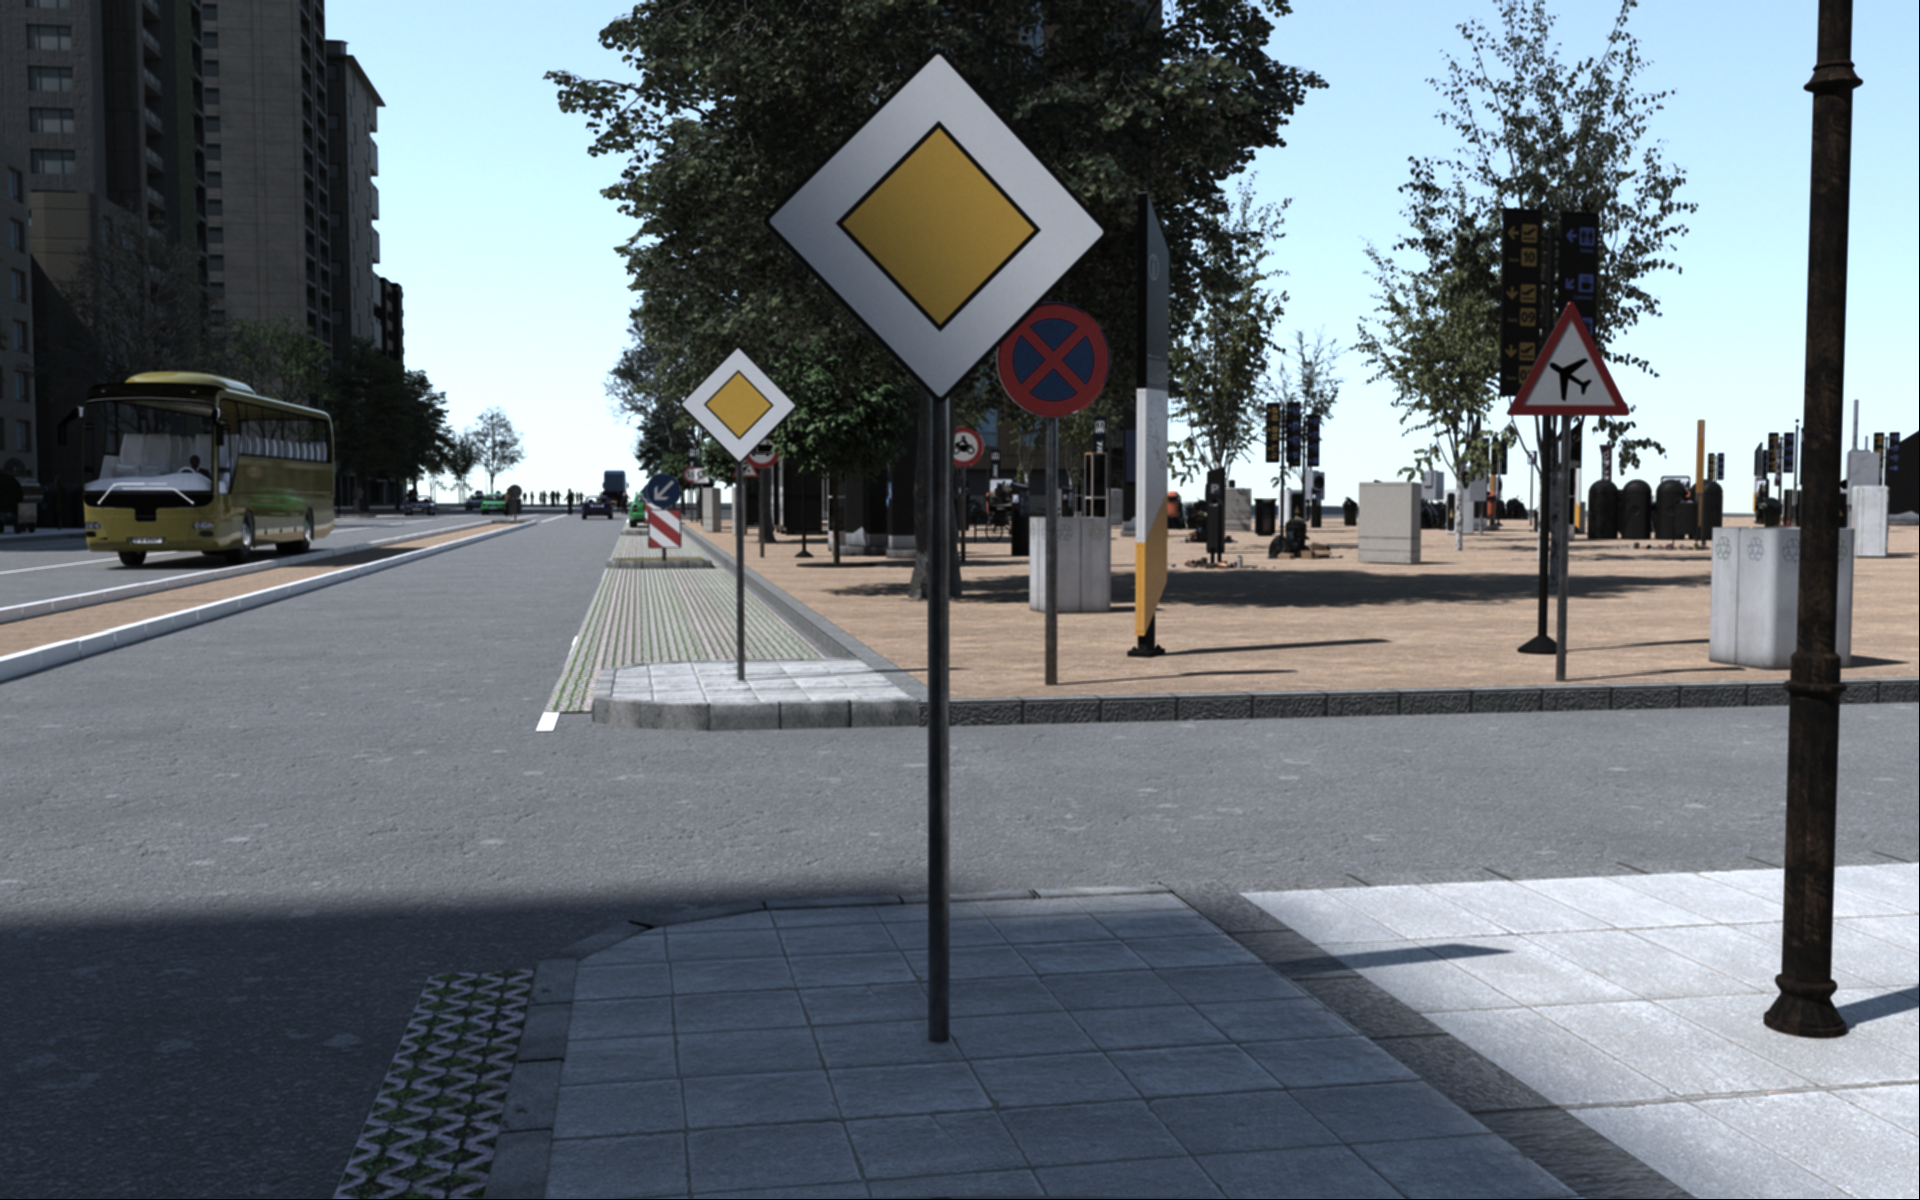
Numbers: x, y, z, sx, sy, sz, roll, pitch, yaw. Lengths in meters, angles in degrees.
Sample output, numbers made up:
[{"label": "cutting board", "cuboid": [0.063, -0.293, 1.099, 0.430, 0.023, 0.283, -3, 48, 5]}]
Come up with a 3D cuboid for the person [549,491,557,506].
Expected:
[{"label": "person", "cuboid": [-49.413, -12.330, 210.038, 0.705, 1.831, 1.348, 2, 4, 34]}]

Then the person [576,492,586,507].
[{"label": "person", "cuboid": [-42.932, -11.438, 196.338, 1.217, 1.723, 0.721, -1, 4, -23]}]

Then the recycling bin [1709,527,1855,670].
[{"label": "recycling bin", "cuboid": [6.156, -0.027, 12.997, 0.722, 1.027, 0.722, -1, 4, -12]}]

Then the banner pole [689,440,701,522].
[{"label": "banner pole", "cuboid": [-12.263, -5.493, 79.828, 0.401, 3.779, 0.863, -3, 5, -43]}]

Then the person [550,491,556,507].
[{"label": "person", "cuboid": [-46.033, -11.418, 195.898, 0.721, 1.743, 1.217, 1, 4, 19]}]

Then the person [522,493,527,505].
[{"label": "person", "cuboid": [-54.993, -12.761, 218.617, 0.593, 1.643, 0.415, -3, 4, -39]}]

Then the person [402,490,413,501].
[{"label": "person", "cuboid": [-40.907, -7.327, 128.811, 1.217, 1.766, 0.721, -3, 5, -42]}]

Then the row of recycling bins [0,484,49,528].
[{"label": "row of recycling bins", "cuboid": [-39.101, -3.923, 71.254, 3.534, 1.692, 1.069, 2, 4, 33]}]

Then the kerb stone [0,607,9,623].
[{"label": "kerb stone", "cuboid": [-10.680, 0.178, 19.278, 0.120, 0.150, 1.000, -1, 4, -10]}]

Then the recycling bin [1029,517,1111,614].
[{"label": "recycling bin", "cuboid": [1.199, -0.390, 18.923, 0.722, 1.027, 0.722, -1, 4, -16]}]

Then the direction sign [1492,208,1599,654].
[{"label": "direction sign", "cuboid": [4.718, -1.341, 13.928, 0.876, 3.537, 0.379, -1, 4, -17]}]

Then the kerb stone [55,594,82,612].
[{"label": "kerb stone", "cuboid": [-11.048, 0.056, 21.294, 0.120, 0.150, 1.000, -1, 4, -10]}]

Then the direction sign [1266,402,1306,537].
[{"label": "direction sign", "cuboid": [7.965, -3.105, 42.762, 0.876, 3.537, 0.379, 2, 4, 31]}]

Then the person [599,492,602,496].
[{"label": "person", "cuboid": [-45.746, -12.914, 220.566, 0.530, 1.710, 0.541, 0, 4, -8]}]

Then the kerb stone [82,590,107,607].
[{"label": "kerb stone", "cuboid": [-11.234, -0.004, 22.299, 0.120, 0.150, 1.000, -1, 4, -10]}]

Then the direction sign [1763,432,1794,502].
[{"label": "direction sign", "cuboid": [30.207, -4.391, 63.793, 0.876, 3.537, 0.379, 1, 4, 13]}]

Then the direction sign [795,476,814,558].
[{"label": "direction sign", "cuboid": [-3.167, -2.636, 35.091, 0.379, 3.537, 0.876, 1, 4, 13]}]

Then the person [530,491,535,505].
[{"label": "person", "cuboid": [-55.917, -13.335, 226.470, 0.705, 1.831, 1.348, 0, 4, 6]}]

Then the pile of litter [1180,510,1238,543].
[{"label": "pile of litter", "cuboid": [6.500, -1.959, 45.991, 1.719, 0.858, 1.176, 3, 5, 42]}]

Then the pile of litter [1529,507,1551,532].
[{"label": "pile of litter", "cuboid": [19.882, -2.732, 58.633, 1.176, 0.858, 1.719, 1, 4, 21]}]

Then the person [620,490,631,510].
[{"label": "person", "cuboid": [-30.244, -8.997, 155.623, 1.348, 1.821, 0.705, -2, 4, -25]}]

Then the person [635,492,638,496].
[{"label": "person", "cuboid": [-44.202, -13.952, 237.328, 0.721, 1.736, 1.217, 1, 4, 15]}]

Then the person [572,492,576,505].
[{"label": "person", "cuboid": [-49.221, -12.892, 220.001, 1.217, 1.736, 0.721, 0, 4, 5]}]

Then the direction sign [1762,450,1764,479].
[{"label": "direction sign", "cuboid": [40.963, -5.906, 88.563, 0.876, 3.537, 0.379, -2, 4, -29]}]

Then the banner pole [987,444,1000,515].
[{"label": "banner pole", "cuboid": [1.614, -5.898, 86.457, 0.863, 3.779, 0.401, 1, 4, 12]}]

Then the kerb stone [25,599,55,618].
[{"label": "kerb stone", "cuboid": [-10.867, 0.119, 20.284, 0.120, 0.150, 1.000, -1, 4, -10]}]

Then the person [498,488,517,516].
[{"label": "person", "cuboid": [-29.537, -6.401, 113.250, 1.348, 1.812, 0.705, 0, 4, 5]}]

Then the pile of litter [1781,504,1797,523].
[{"label": "pile of litter", "cuboid": [37.535, -3.940, 78.391, 1.719, 0.858, 1.176, -3, 4, -36]}]

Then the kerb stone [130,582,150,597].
[{"label": "kerb stone", "cuboid": [-11.613, -0.129, 24.309, 0.120, 0.150, 1.000, -1, 4, -10]}]

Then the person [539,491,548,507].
[{"label": "person", "cuboid": [-45.370, -11.034, 188.903, 1.348, 1.824, 0.705, 2, 4, 28]}]

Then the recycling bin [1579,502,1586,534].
[{"label": "recycling bin", "cuboid": [19.860, -2.668, 56.169, 0.722, 1.027, 0.722, 1, 4, 13]}]

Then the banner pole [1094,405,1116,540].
[{"label": "banner pole", "cuboid": [4.071, -3.614, 49.102, 0.401, 3.779, 0.863, -3, 5, -40]}]

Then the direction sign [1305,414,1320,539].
[{"label": "direction sign", "cuboid": [9.751, -3.495, 49.142, 0.876, 3.537, 0.379, 0, 4, -2]}]

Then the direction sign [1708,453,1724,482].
[{"label": "direction sign", "cuboid": [41.713, -6.339, 95.637, 0.379, 3.537, 0.876, -3, 5, -43]}]

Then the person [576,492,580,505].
[{"label": "person", "cuboid": [-52.503, -13.992, 238.048, 0.721, 1.735, 1.217, 1, 4, 10]}]

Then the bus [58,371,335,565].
[{"label": "bus", "cuboid": [-16.318, -2.863, 38.365, 2.896, 3.916, 12.252, -1, 4, -10]}]

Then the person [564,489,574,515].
[{"label": "person", "cuboid": [-27.371, -6.902, 121.365, 0.705, 1.821, 1.348, -3, 5, -40]}]

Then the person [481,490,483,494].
[{"label": "person", "cuboid": [-53.231, -11.288, 192.924, 0.709, 1.838, 0.599, 1, 4, 15]}]

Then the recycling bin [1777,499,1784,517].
[{"label": "recycling bin", "cuboid": [40.313, -4.447, 85.267, 0.722, 1.027, 0.722, 3, 4, 37]}]

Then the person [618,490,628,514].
[{"label": "person", "cuboid": [-24.115, -7.014, 123.976, 0.445, 1.727, 0.742, 3, 4, 38]}]

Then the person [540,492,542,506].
[{"label": "person", "cuboid": [-51.367, -12.392, 211.904, 0.721, 1.735, 1.217, -1, 4, -18]}]

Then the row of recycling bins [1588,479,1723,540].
[{"label": "row of recycling bins", "cuboid": [19.645, -2.561, 48.986, 3.534, 1.692, 1.069, 1, 4, 18]}]

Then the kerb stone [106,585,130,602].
[{"label": "kerb stone", "cuboid": [-11.418, -0.068, 23.304, 0.120, 0.150, 1.000, -1, 4, -10]}]

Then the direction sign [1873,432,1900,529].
[{"label": "direction sign", "cuboid": [33.958, -4.377, 63.554, 0.379, 3.537, 0.876, -3, 5, -44]}]

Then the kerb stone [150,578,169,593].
[{"label": "kerb stone", "cuboid": [-11.800, -0.185, 25.315, 0.120, 0.150, 1.000, -1, 4, -10]}]

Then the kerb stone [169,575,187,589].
[{"label": "kerb stone", "cuboid": [-11.982, -0.252, 26.322, 0.120, 0.150, 1.000, -1, 4, -10]}]

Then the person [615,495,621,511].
[{"label": "person", "cuboid": [-28.599, -8.162, 145.210, 1.065, 1.426, 0.557, 3, 5, 40]}]

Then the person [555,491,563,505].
[{"label": "person", "cuboid": [-50.973, -12.929, 219.514, 1.348, 1.869, 0.705, 0, 4, -4]}]

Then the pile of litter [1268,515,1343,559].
[{"label": "pile of litter", "cuboid": [6.915, -1.269, 34.711, 1.719, 0.858, 1.176, -1, 4, -11]}]

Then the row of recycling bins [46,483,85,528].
[{"label": "row of recycling bins", "cuboid": [-34.302, -3.783, 68.967, 1.069, 1.692, 3.534, 2, 4, 25]}]

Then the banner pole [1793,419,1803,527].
[{"label": "banner pole", "cuboid": [27.922, -4.124, 57.449, 0.401, 3.779, 0.863, -2, 4, -27]}]
